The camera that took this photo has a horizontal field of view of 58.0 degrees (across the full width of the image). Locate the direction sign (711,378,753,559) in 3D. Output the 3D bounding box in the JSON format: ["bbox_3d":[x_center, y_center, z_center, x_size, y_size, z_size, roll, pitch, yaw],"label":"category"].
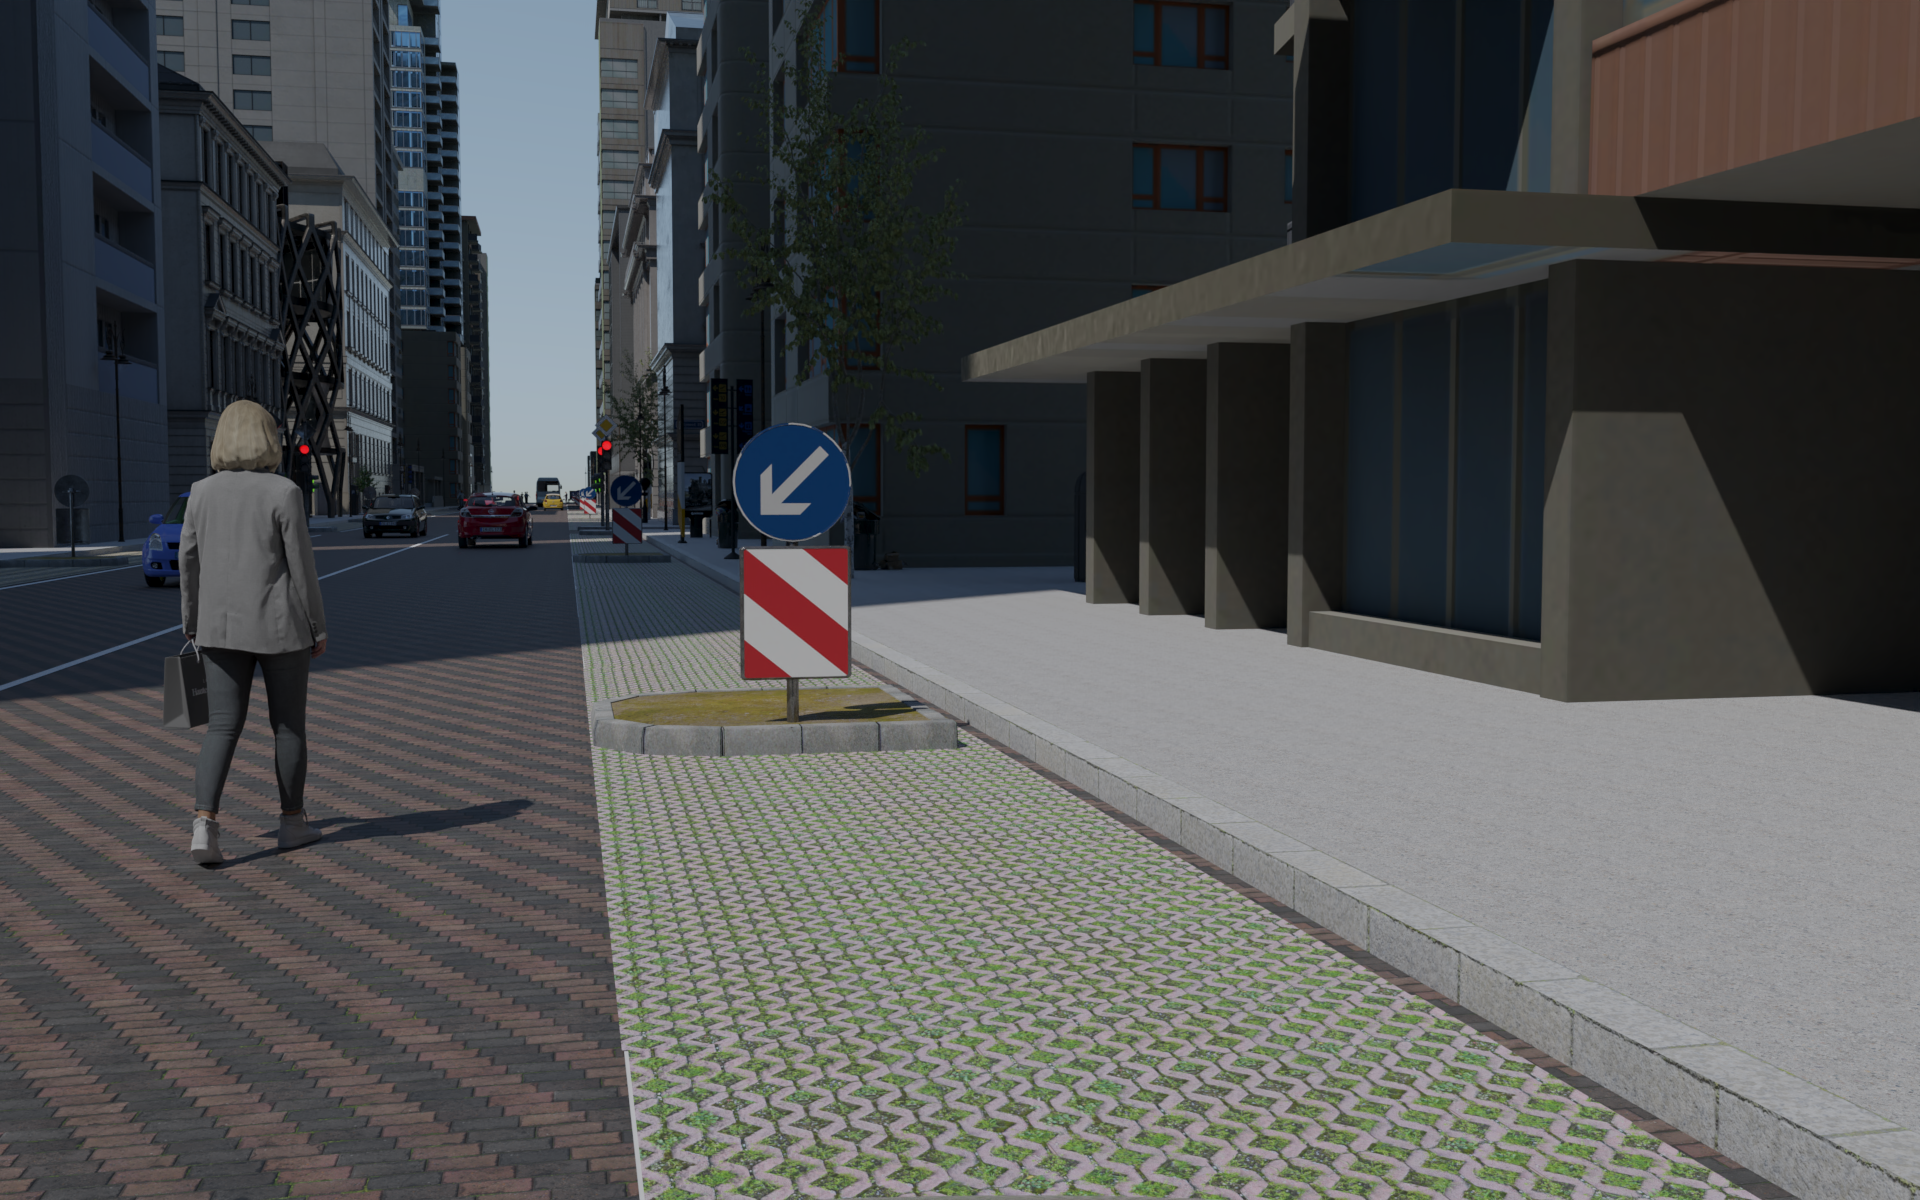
[{"bbox_3d":[-4.474,-2.574,34.083,0.876,3.537,0.379,-2,4,-29],"label":"direction sign"}]

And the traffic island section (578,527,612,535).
[{"bbox_3d":[-12.410,-2.374,61.100,2.009,0.180,2.903,-1,4,-13],"label":"traffic island section"}]

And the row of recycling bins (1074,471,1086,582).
[{"bbox_3d":[3.276,-1.155,26.002,3.534,1.692,1.069,-2,4,-28],"label":"row of recycling bins"}]

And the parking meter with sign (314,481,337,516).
[{"bbox_3d":[-38.136,-6.554,103.413,0.543,3.016,1.738,3,4,39],"label":"parking meter with sign"}]

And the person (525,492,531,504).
[{"bbox_3d":[-64.486,-15.262,258.026,0.705,1.826,1.348,2,4,24],"label":"person"}]

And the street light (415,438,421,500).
[{"bbox_3d":[-44.306,-10.340,141.851,0.468,5.910,1.993,-1,4,-13],"label":"street light"}]

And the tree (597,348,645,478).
[{"bbox_3d":[-15.636,-8.275,85.653,4.737,8.622,4.395,0,3,0],"label":"tree"}]

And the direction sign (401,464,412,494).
[{"bbox_3d":[-42.199,-8.575,132.191,0.379,3.537,0.876,3,5,39],"label":"direction sign"}]

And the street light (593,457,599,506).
[{"bbox_3d":[-38.983,-13.091,186.831,0.468,5.910,1.993,-1,4,-13],"label":"street light"}]

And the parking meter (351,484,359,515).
[{"bbox_3d":[-36.274,-6.000,103.813,0.399,1.863,0.255,1,4,15],"label":"parking meter"}]

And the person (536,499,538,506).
[{"bbox_3d":[-51.584,-12.407,211.296,0.705,1.831,1.348,-2,4,-27],"label":"person"}]

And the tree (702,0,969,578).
[{"bbox_3d":[-1.702,-4.618,25.866,4.737,8.622,4.395,0,3,0],"label":"tree"}]

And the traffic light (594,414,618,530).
[{"bbox_3d":[-12.452,-4.407,60.977,0.839,4.253,0.868,-1,4,-13],"label":"traffic light"}]

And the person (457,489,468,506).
[{"bbox_3d":[-41.351,-8.271,143.806,0.705,1.814,1.350,2,4,25],"label":"person"}]

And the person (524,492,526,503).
[{"bbox_3d":[-67.057,-15.810,267.128,0.705,1.807,1.348,-2,4,-32],"label":"person"}]

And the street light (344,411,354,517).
[{"bbox_3d":[-33.966,-7.559,96.374,0.468,5.910,1.993,-1,4,-13],"label":"street light"}]

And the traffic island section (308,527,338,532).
[{"bbox_3d":[-25.049,-2.700,66.426,2.009,0.180,2.903,-1,4,-13],"label":"traffic island section"}]

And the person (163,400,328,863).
[{"bbox_3d":[-2.882,0.112,6.857,0.709,1.800,0.728,0,4,8],"label":"person"}]

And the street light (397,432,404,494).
[{"bbox_3d":[-40.728,-9.381,126.159,0.468,5.910,1.993,-1,4,-13],"label":"street light"}]

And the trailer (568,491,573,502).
[{"bbox_3d":[-65.257,-17.407,291.658,1.471,1.999,3.904,-1,4,-12],"label":"trailer"}]

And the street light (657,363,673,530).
[{"bbox_3d":[-10.396,-5.400,61.072,0.468,5.910,1.993,-1,4,-13],"label":"street light"}]

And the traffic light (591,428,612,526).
[{"bbox_3d":[-14.225,-4.883,68.764,0.839,4.253,0.868,-1,4,-13],"label":"traffic light"}]

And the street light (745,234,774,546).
[{"bbox_3d":[-3.506,-3.548,30.799,0.468,5.910,1.993,-1,4,-13],"label":"street light"}]

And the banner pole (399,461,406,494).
[{"bbox_3d":[-41.540,-8.517,129.267,0.401,3.779,0.863,1,4,23],"label":"banner pole"}]

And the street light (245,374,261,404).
[{"bbox_3d":[-27.184,-5.741,66.648,0.468,5.910,1.993,-1,4,-13],"label":"street light"}]

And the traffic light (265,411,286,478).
[{"bbox_3d":[-23.234,-4.256,58.514,0.839,4.253,0.868,-1,4,-13],"label":"traffic light"}]

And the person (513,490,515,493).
[{"bbox_3d":[-46.165,-10.461,179.469,1.348,1.831,0.705,0,4,-3],"label":"person"}]

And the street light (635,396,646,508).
[{"bbox_3d":[-15.120,-6.677,81.960,0.468,5.910,1.993,-1,4,-13],"label":"street light"}]

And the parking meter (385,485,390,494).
[{"bbox_3d":[-36.811,-6.465,111.413,0.255,1.863,0.399,0,4,3],"label":"parking meter"}]

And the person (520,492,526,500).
[{"bbox_3d":[-63.703,-14.843,251.904,1.217,1.735,0.721,0,4,-6],"label":"person"}]

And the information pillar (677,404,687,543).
[{"bbox_3d":[-7.277,-3.293,45.193,0.183,3.616,0.504,-1,4,-21],"label":"information pillar"}]

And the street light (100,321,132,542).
[{"bbox_3d":[-22.501,-4.496,46.302,0.468,5.910,1.993,-1,4,-13],"label":"street light"}]

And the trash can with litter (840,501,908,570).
[{"bbox_3d":[-1.455,-1.099,29.349,1.055,1.170,0.624,-2,4,-27],"label":"trash can with litter"}]

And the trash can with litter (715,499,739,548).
[{"bbox_3d":[-5.604,-1.818,41.116,0.624,1.170,1.055,-1,4,-20],"label":"trash can with litter"}]

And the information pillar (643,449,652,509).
[{"bbox_3d":[-16.055,-5.967,88.920,0.504,3.616,0.183,1,4,18],"label":"information pillar"}]

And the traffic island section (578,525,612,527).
[{"bbox_3d":[-14.183,-2.851,68.887,2.009,0.180,2.903,-1,4,-13],"label":"traffic island section"}]

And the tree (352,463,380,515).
[{"bbox_3d":[-36.266,-6.808,105.914,1.663,3.219,1.824,0,3,0],"label":"tree"}]

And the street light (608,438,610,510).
[{"bbox_3d":[-28.794,-10.352,142.044,0.468,5.910,1.993,-1,4,-13],"label":"street light"}]

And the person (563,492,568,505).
[{"bbox_3d":[-52.775,-13.622,231.672,0.568,1.767,0.683,0,4,-5],"label":"person"}]

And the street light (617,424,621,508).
[{"bbox_3d":[-22.060,-8.533,112.307,0.468,5.910,1.993,-1,4,-13],"label":"street light"}]

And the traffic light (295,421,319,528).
[{"bbox_3d":[-25.007,-4.733,66.301,0.839,4.253,0.868,-1,4,-13],"label":"traffic light"}]

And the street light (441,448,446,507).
[{"bbox_3d":[-51.210,-12.172,171.799,0.468,5.910,1.993,-1,4,-13],"label":"street light"}]
